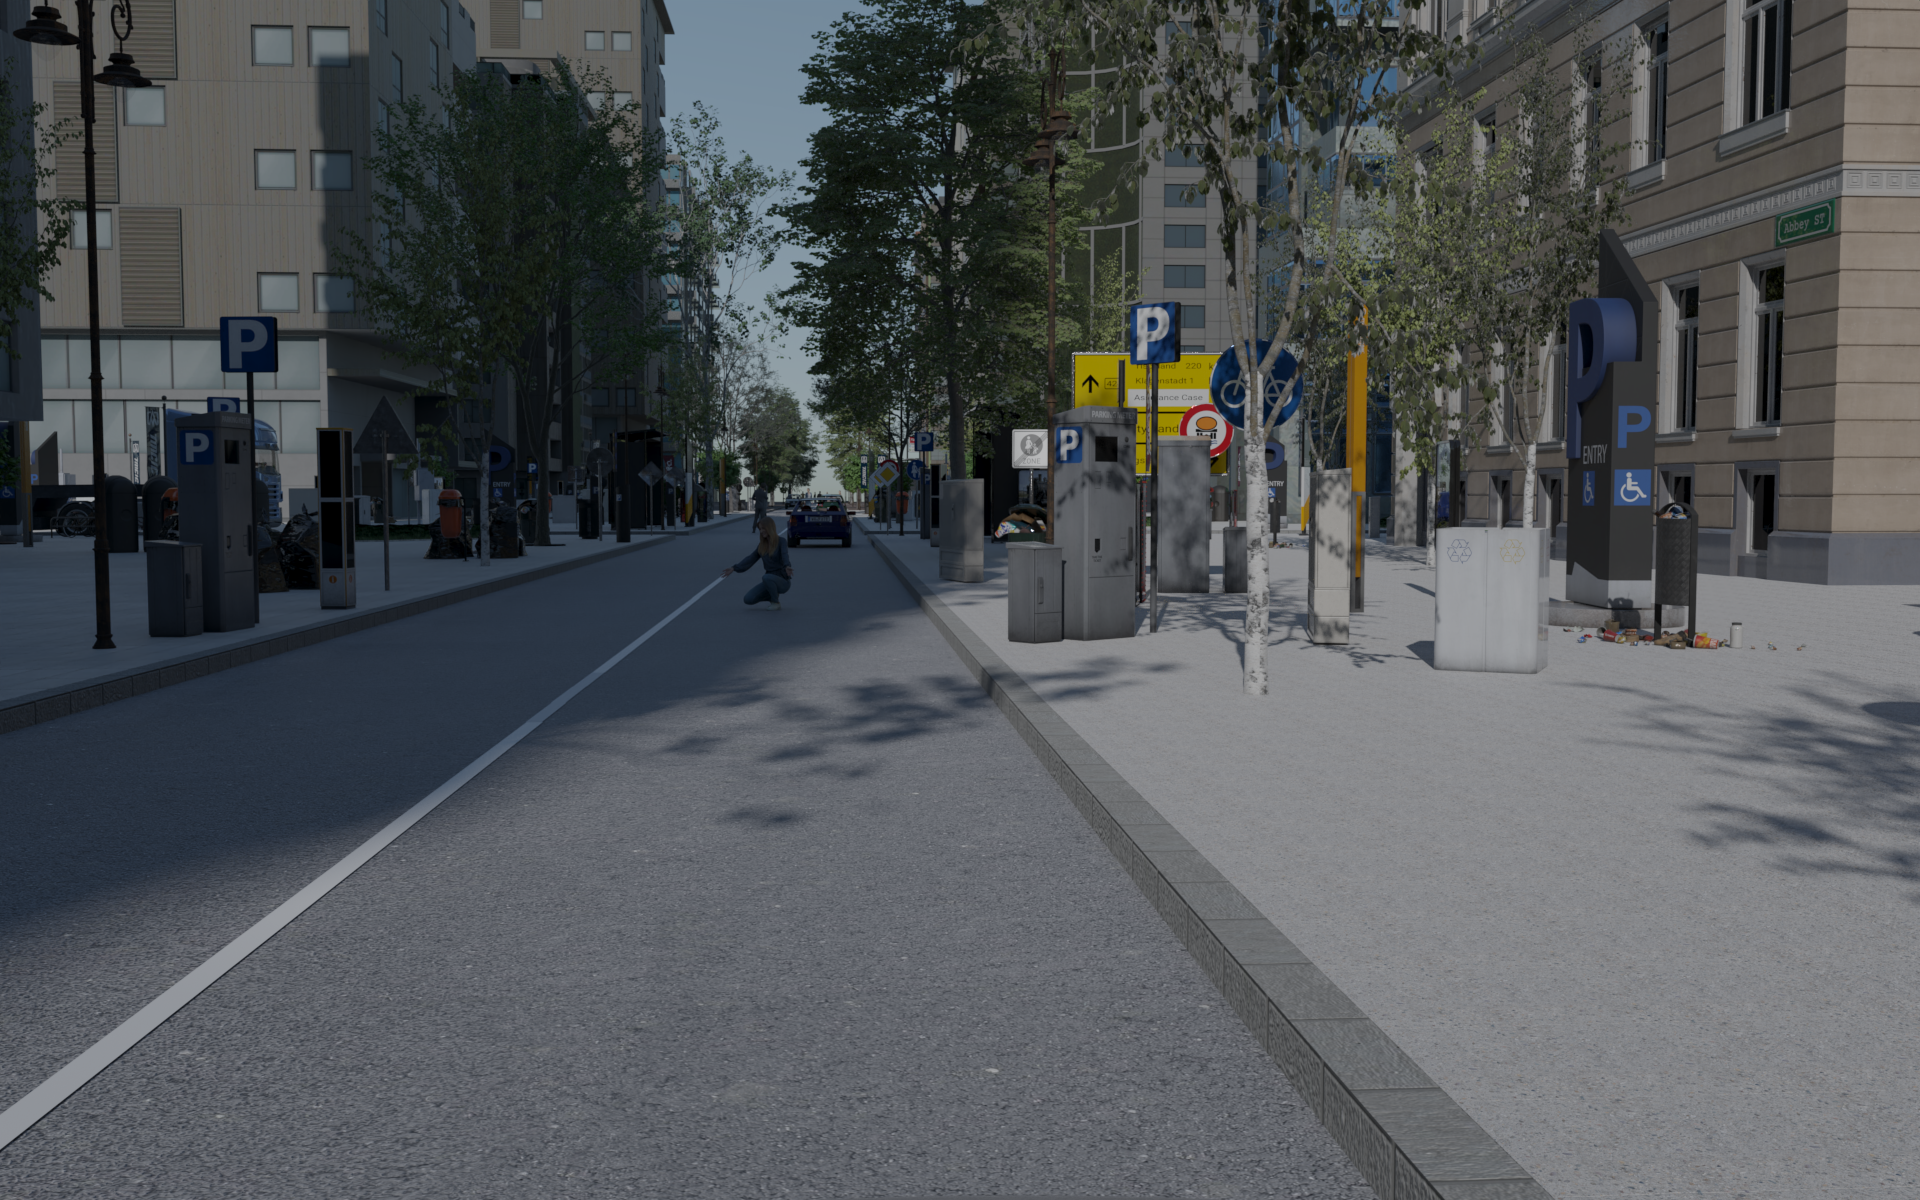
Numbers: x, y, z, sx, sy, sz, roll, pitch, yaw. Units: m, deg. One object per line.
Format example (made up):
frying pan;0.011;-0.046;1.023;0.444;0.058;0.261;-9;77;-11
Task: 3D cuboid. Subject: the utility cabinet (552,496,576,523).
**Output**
utility cabinet;-17.306;-3.950;75.746;1.020;1.237;0.306;-1;4;-12

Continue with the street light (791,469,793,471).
street light;-24.893;-17.356;256.553;0.468;5.910;1.993;0;4;-4

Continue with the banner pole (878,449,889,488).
banner pole;-4.187;-6.493;96.172;0.863;3.779;0.401;-1;4;-9

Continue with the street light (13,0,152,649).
street light;-7.114;-2.534;14.220;0.468;5.910;1.993;0;4;-4

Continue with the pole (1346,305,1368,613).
pole;4.275;-1.520;18.699;0.158;3.312;0.155;0;3;0

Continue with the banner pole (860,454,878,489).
banner pole;-5.164;-6.471;95.810;0.863;3.779;0.401;-3;4;-36

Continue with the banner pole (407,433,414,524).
banner pole;-22.445;-4.936;70.717;0.401;3.779;0.863;0;4;4

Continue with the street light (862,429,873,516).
street light;-5.249;-7.794;100.224;0.468;5.910;1.993;0;4;-4

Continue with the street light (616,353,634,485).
street light;-9.667;-4.735;50.204;0.468;5.910;1.993;0;4;-4

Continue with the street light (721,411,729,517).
street light;-13.074;-7.562;96.429;0.468;5.910;1.993;0;4;-4

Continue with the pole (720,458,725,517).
pole;-13.943;-6.574;101.324;0.158;3.312;0.155;0;3;0

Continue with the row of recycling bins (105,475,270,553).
row of recycling bins;-17.286;-1.928;38.633;3.534;1.692;1.069;-2;4;-31

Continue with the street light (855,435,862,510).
street light;-7.830;-9.946;135.398;0.468;5.910;1.993;0;4;-4

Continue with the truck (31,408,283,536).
truck;-30.633;-3.967;54.620;18.799;4.110;2.967;0;4;-6

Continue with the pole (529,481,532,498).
pole;-27.478;-7.158;110.880;0.158;3.312;0.155;0;3;0

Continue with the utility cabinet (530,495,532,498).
utility cabinet;-25.434;-5.703;104.399;1.020;1.237;0.306;2;4;24

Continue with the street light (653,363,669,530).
street light;-10.537;-5.411;61.251;0.468;5.910;1.993;0;4;-4

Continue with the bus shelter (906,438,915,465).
bus shelter;-3.683;-8.496;116.547;2.179;5.291;8.768;0;4;-4

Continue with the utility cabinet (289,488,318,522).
utility cabinet;-24.769;-3.481;65.594;1.173;1.500;0.318;0;4;1

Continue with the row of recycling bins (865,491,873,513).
row of recycling bins;-5.513;-6.524;113.775;1.069;1.692;3.534;1;4;9

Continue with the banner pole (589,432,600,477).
banner pole;-14.711;-4.873;69.697;0.863;3.779;0.401;3;5;42

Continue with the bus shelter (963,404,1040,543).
bus shelter;1.093;-3.471;48.036;1.731;3.624;6.357;0;4;-4

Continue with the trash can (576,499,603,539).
trash can;-10.542;-2.301;49.281;0.748;1.137;0.748;0;3;0

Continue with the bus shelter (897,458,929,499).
bus shelter;-2.941;-6.502;100.232;2.014;3.302;5.546;0;4;-4

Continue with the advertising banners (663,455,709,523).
advertising banners;-12.353;-5.010;78.103;2.074;3.025;0.090;-1;4;-19

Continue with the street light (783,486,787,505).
street light;-22.200;-15.178;220.947;0.468;5.910;1.993;0;4;-4

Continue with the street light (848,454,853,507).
street light;-10.919;-12.452;176.384;0.468;5.910;1.993;0;4;-4

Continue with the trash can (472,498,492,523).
trash can;-17.729;-3.215;64.218;0.748;1.137;0.748;0;3;0

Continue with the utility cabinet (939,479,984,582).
utility cabinet;0.003;-1.028;25.488;0.318;1.500;1.173;-1;4;-19

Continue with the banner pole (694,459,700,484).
banner pole;-17.367;-7.633;114.812;0.863;3.779;0.401;0;4;6

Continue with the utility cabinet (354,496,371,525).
utility cabinet;-24.250;-3.588;69.828;0.306;1.237;1.020;2;4;29

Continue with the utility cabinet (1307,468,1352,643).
utility cabinet;3.222;-0.399;15.198;0.318;1.500;1.173;1;4;9

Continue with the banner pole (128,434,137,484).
banner pole;-34.088;-4.985;71.524;0.863;3.779;0.401;2;4;33

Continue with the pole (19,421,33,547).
pole;-22.490;-2.928;41.709;0.158;3.312;0.155;0;3;0

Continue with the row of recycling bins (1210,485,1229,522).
row of recycling bins;11.012;-4.449;79.860;3.534;1.692;1.069;-3;5;-39

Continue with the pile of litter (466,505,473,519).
pile of litter;-24.585;-4.508;87.678;1.719;0.858;1.176;2;4;23

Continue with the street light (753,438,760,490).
street light;-16.149;-10.080;137.603;0.468;5.910;1.993;0;4;-4

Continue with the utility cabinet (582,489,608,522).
utility cabinet;-16.780;-4.349;79.785;1.173;1.500;0.318;0;3;0

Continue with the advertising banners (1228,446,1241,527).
advertising banners;9.951;-4.065;62.643;0.090;3.025;2.074;1;4;20

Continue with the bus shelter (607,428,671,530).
bus shelter;-11.957;-4.505;64.935;1.731;3.624;6.357;0;4;-4

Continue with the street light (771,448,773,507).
street light;-18.781;-12.238;172.874;0.468;5.910;1.993;0;4;-4

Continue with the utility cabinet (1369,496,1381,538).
utility cabinet;12.190;-2.436;50.985;0.306;1.237;1.020;1;4;11

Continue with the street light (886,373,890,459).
street light;-2.647;-5.643;65.051;0.468;5.910;1.993;0;4;-4

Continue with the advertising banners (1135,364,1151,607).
advertising banners;2.157;-1.486;20.476;0.090;3.025;2.074;1;4;11

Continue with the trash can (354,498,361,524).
trash can;-22.950;-3.279;65.261;0.748;1.137;0.748;0;3;0

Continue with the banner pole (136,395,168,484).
banner pole;-20.249;-3.289;43.792;0.401;3.779;0.863;1;4;19

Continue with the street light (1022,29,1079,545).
street light;0.946;-2.757;17.862;0.468;5.910;1.993;0;4;-4

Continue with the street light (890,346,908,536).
street light;-1.793;-4.907;53.025;0.468;5.910;1.993;0;4;-4
